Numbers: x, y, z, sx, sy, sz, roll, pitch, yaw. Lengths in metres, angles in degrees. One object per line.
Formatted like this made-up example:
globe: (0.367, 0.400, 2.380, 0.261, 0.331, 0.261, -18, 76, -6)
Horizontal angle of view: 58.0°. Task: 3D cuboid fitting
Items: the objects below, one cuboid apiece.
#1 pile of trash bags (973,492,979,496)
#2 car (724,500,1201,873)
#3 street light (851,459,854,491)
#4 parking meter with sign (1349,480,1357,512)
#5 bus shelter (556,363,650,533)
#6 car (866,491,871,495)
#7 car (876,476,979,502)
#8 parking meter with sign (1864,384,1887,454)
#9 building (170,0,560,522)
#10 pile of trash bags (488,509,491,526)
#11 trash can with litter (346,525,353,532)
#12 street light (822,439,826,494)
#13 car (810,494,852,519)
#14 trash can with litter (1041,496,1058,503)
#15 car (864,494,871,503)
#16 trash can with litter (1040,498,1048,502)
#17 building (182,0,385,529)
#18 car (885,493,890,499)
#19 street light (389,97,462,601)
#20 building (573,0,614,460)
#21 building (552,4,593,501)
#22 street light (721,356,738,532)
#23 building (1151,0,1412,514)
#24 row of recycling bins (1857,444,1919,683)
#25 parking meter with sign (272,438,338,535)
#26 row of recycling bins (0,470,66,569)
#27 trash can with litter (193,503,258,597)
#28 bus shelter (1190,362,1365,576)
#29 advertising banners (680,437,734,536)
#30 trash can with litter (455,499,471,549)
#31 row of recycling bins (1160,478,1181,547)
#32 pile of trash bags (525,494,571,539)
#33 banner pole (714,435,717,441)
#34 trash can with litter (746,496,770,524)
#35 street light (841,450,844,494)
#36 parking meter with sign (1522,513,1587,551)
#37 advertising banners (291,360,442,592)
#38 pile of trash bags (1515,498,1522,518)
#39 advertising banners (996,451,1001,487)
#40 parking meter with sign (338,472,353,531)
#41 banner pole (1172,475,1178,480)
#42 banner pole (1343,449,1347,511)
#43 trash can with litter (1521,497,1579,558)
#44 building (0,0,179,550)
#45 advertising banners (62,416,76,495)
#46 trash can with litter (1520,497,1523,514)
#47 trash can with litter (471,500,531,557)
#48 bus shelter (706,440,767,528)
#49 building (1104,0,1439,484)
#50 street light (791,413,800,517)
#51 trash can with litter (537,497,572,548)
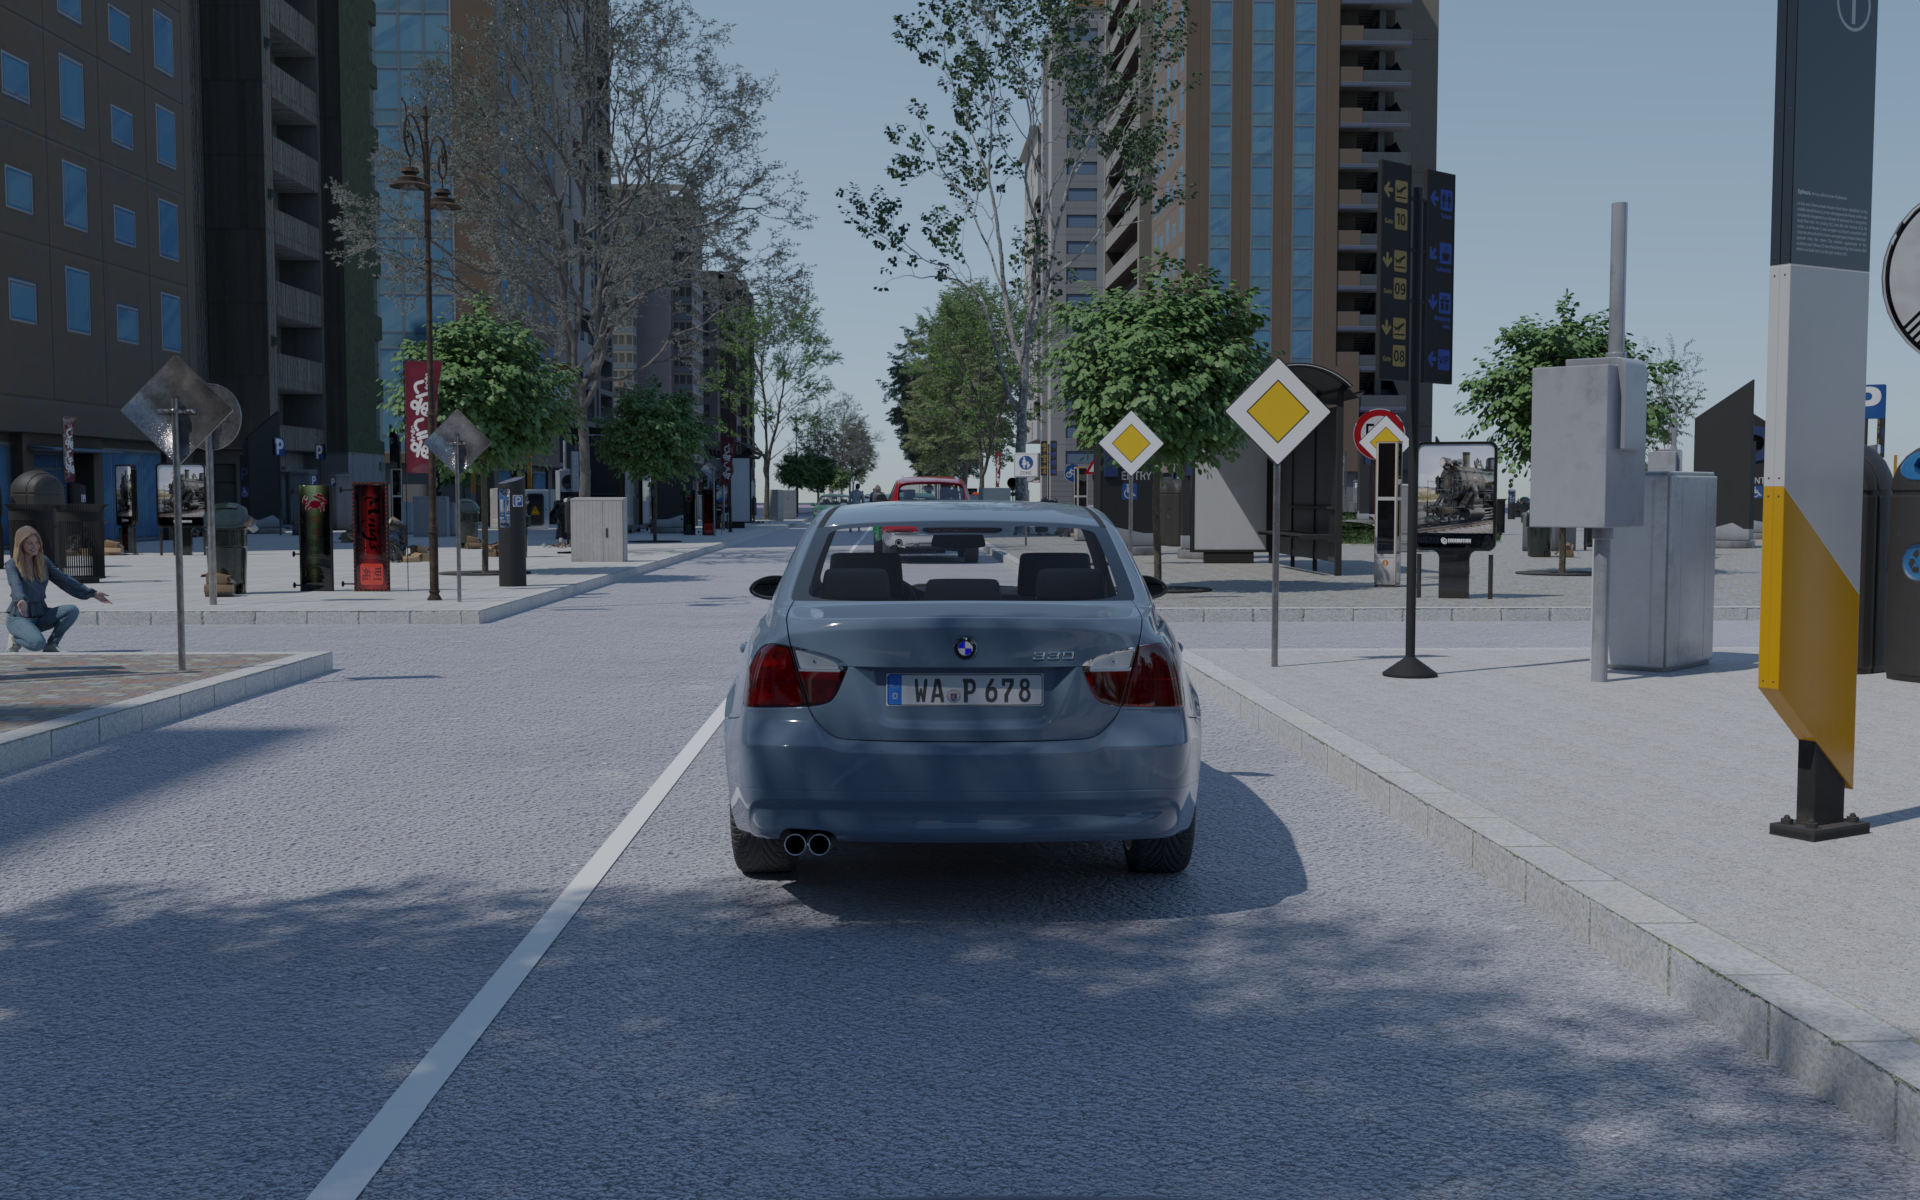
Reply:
pile of trash bags: (1.097, -4.849, 89.031, 1.912, 1.369, 3.447, 1, 4, 10)
car: (-0.002, 0.254, 7.843, 2.014, 1.417, 4.499, 0, 4, 0)
street light: (-13.517, -14.974, 217.617, 0.468, 5.910, 1.993, 0, 4, -2)
parking meter with sign: (20.340, -5.633, 88.353, 0.543, 3.016, 1.738, 2, 4, 33)
bus shelter: (-11.483, -4.786, 55.886, 2.179, 5.291, 8.768, 0, 4, -2)
car: (-11.340, -12.883, 219.438, 1.959, 1.807, 4.718, 0, 4, -3)
car: (-0.684, -1.778, 37.742, 2.281, 1.827, 5.304, 0, 4, -3)
parking meter with sign: (14.000, -1.876, 26.930, 0.543, 3.016, 1.738, 2, 4, 31)
building: (-28.247, -26.596, 84.954, 14.600, 45.320, 14.200, 0, 4, -2)
pile of trash bags: (-17.309, -3.542, 67.670, 1.912, 1.369, 3.447, -2, 4, -26)
trash can with litter: (-18.912, -2.665, 54.954, 1.055, 1.170, 0.624, -3, 4, -39)
street light: (-10.562, -9.892, 134.524, 0.468, 5.910, 1.993, 0, 4, -2)
car: (-5.442, -3.886, 75.337, 2.131, 1.459, 4.920, 0, 4, -3)
trash can with litter: (2.372, -2.620, 53.893, 2.233, 1.210, 1.678, 0, 4, -3)
car: (-9.788, -10.920, 190.538, 2.014, 1.417, 4.499, 0, 4, -2)
trash can with litter: (2.498, -2.851, 57.993, 1.055, 1.170, 0.624, 0, 4, 3)
building: (-30.366, -17.829, 63.204, 14.160, 30.474, 14.107, 0, 4, -2)
car: (-1.294, -2.125, 43.545, 1.959, 1.807, 4.718, 0, 4, -3)
street light: (-6.348, -2.933, 20.745, 0.468, 5.910, 1.993, 0, 4, -2)
building: (-35.381, -42.394, 131.392, 20.563, 71.187, 20.611, 0, 4, -2)
building: (-38.469, -31.717, 107.820, 28.713, 52.752, 27.495, 0, 4, -2)
street light: (-7.729, -5.219, 58.118, 0.468, 5.910, 1.993, 0, 4, -2)
building: (20.571, -28.384, 114.196, 14.600, 45.320, 14.200, 0, 4, -2)
row of recycling bins: (6.954, -0.267, 11.473, 1.069, 1.692, 3.534, -1, 4, -23)
parking meter with sign: (-20.357, -3.516, 53.745, 1.738, 3.016, 0.543, 1, 4, 10)
row of recycling bins: (-17.185, -1.365, 29.437, 3.534, 1.692, 1.069, -2, 4, -28)
trash can with litter: (-9.279, -0.647, 21.972, 0.624, 1.170, 1.055, -1, 4, -17)
bus shelter: (5.123, -2.172, 29.436, 2.014, 3.302, 5.546, 0, 4, -2)
advertising banners: (-7.828, -3.520, 53.732, 2.074, 3.025, 0.090, 2, 4, 29)
trash can with litter: (-11.441, -1.789, 40.630, 0.624, 1.170, 1.055, -2, 4, -32)
row of recycling bins: (5.737, -2.136, 42.030, 1.069, 1.692, 3.534, -2, 4, -26)
pile of trash bags: (-11.393, -2.461, 49.993, 3.447, 1.369, 1.912, 0, 4, 2)
banner pole: (-10.206, -5.128, 73.859, 0.863, 3.779, 0.401, 1, 4, 17)
trash can with litter: (-9.132, -3.952, 75.677, 1.678, 1.210, 2.233, 0, 4, -4)
street light: (-12.200, -12.690, 180.267, 0.468, 5.910, 1.993, 0, 4, -2)
parking meter with sign: (13.463, -2.610, 38.938, 1.738, 3.016, 0.543, -2, 4, -25)
advertising banners: (-7.760, -1.621, 22.696, 2.074, 3.025, 0.090, 0, 4, 5)
pile of trash bags: (31.835, -5.247, 95.548, 3.447, 1.369, 1.912, -3, 5, -44)
advertising banners: (1.275, -4.635, 71.963, 0.090, 3.025, 2.074, -1, 4, -22)
parking meter with sign: (-21.821, -3.971, 61.187, 0.543, 3.016, 1.738, 3, 4, 38)
banner pole: (10.424, -5.721, 83.557, 0.401, 3.779, 0.863, -3, 5, -41)
banner pole: (21.162, -6.453, 95.527, 0.401, 3.779, 0.863, 3, 5, 43)
trash can with litter: (12.036, -1.457, 35.207, 1.055, 1.170, 0.624, 1, 4, 15)
building: (-28.265, -23.889, 40.700, 14.600, 45.320, 14.200, 0, 4, -2)
advertising banners: (-20.127, -2.576, 38.308, 0.090, 3.025, 2.074, 0, 4, 6)
trash can with litter: (25.213, -3.984, 76.523, 0.624, 1.170, 1.055, -1, 4, -18)
trash can with litter: (-9.267, -1.459, 35.242, 1.055, 1.170, 0.624, 1, 4, 22)
bus shelter: (-8.673, -4.482, 67.209, 2.014, 3.302, 5.546, 0, 4, -2)
building: (22.833, -31.092, 132.058, 21.300, 48.544, 21.600, 0, 4, -2)
street light: (-9.181, -7.608, 97.177, 0.468, 5.910, 1.993, 0, 4, -2)
trash can with litter: (-9.672, -1.900, 42.125, 1.678, 1.210, 2.233, 0, 4, 0)
